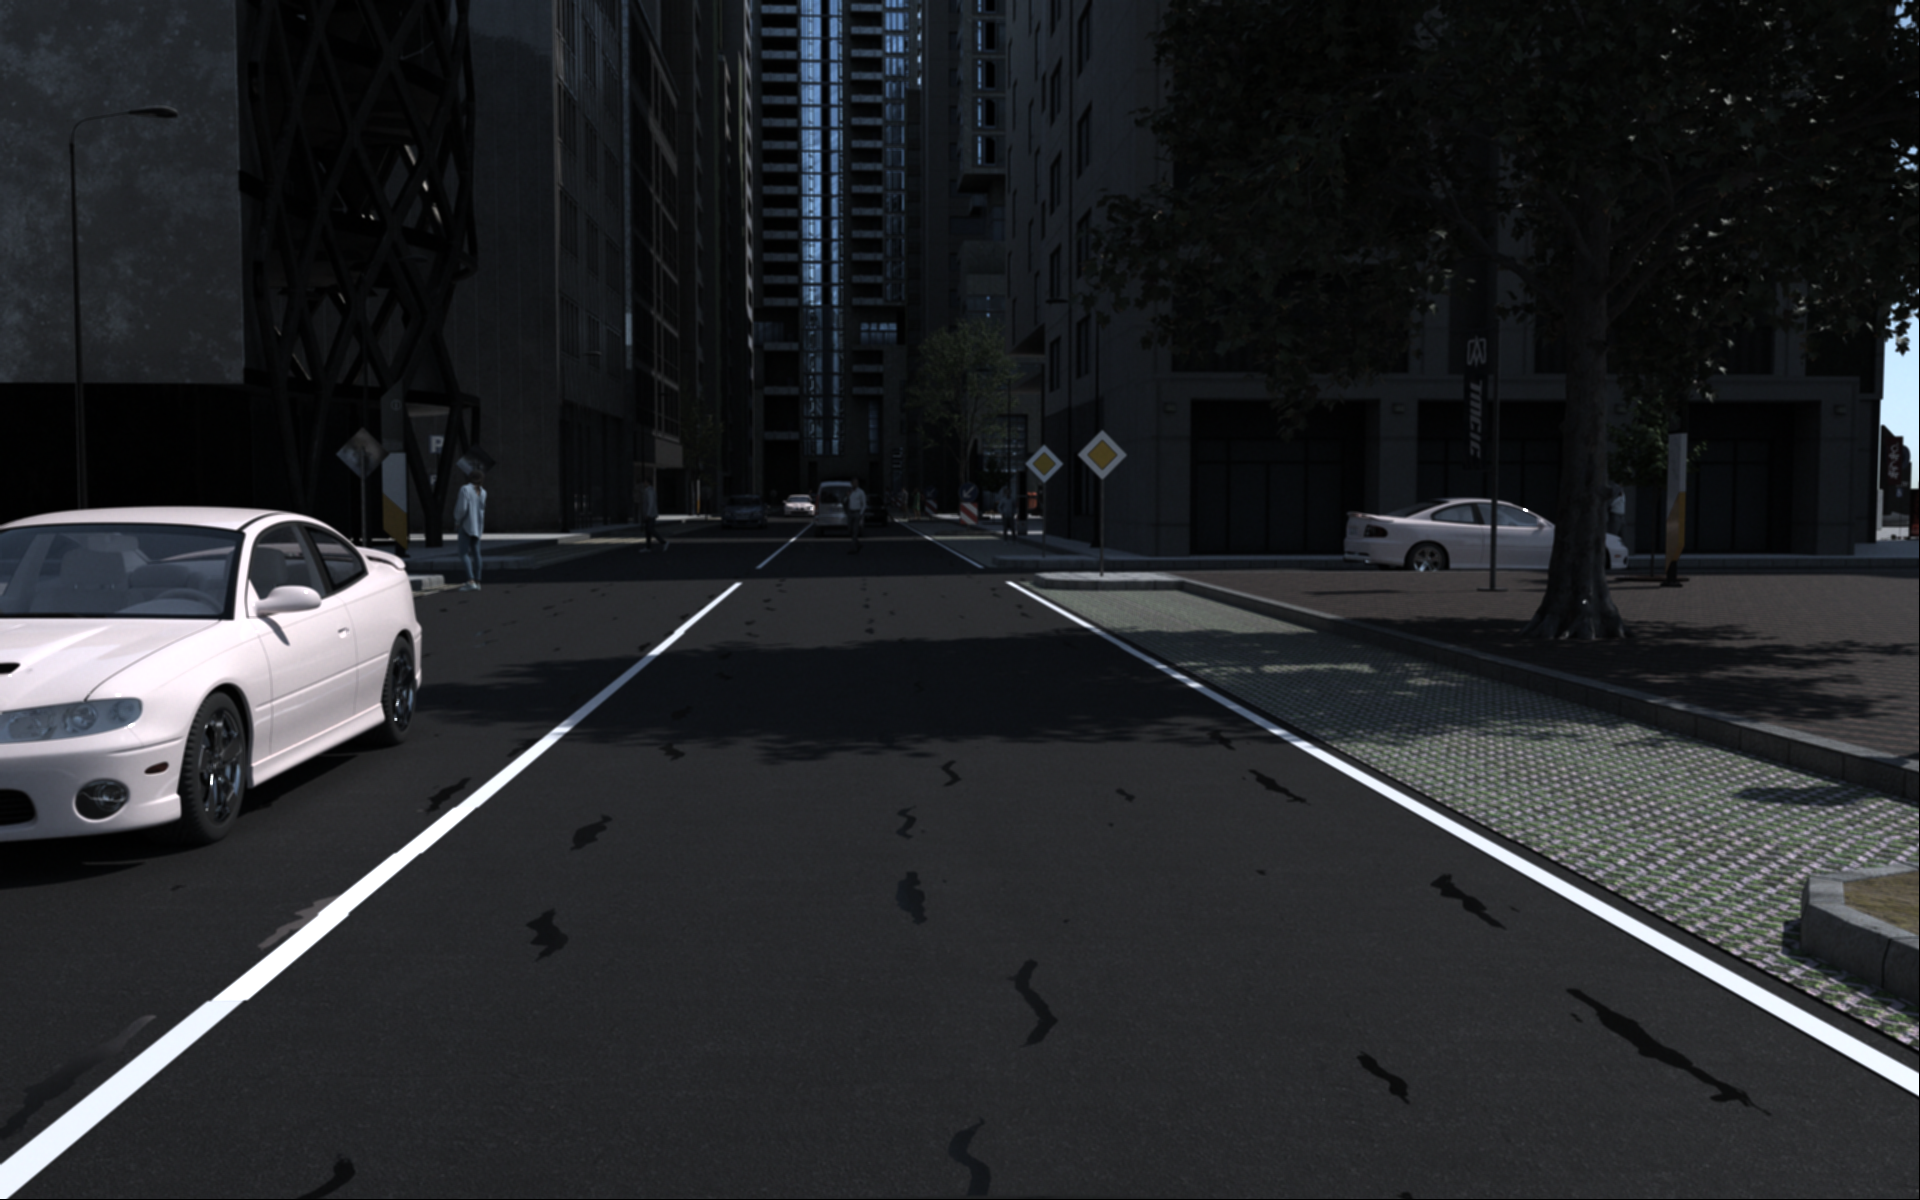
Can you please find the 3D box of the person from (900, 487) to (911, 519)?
[{"bbox_3d":[-3.179,-5.499,98.530,0.853,1.813,0.709,-3,4,-38],"label":"person"}]

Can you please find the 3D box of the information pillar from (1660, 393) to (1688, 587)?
[{"bbox_3d":[9.858,-1.985,23.816,0.183,3.616,0.504,0,4,3],"label":"information pillar"}]

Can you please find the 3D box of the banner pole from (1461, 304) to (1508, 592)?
[{"bbox_3d":[6.975,-2.023,23.085,0.401,3.779,0.863,-2,4,-24],"label":"banner pole"}]

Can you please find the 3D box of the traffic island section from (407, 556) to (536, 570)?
[{"bbox_3d":[-9.556,-0.730,34.221,2.009,0.180,2.903,0,4,-4],"label":"traffic island section"}]

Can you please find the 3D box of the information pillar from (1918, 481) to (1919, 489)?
[{"bbox_3d":[55.753,-5.868,100.441,0.304,2.012,0.304,2,4,24],"label":"information pillar"}]

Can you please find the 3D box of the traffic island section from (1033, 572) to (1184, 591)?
[{"bbox_3d":[2.225,-0.287,26.970,2.009,0.180,2.903,0,4,-4],"label":"traffic island section"}]

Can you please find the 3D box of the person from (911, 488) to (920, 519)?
[{"bbox_3d":[-2.389,-5.338,96.021,0.529,1.795,0.600,-2,4,-34],"label":"person"}]

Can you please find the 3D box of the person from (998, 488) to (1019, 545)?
[{"bbox_3d":[1.350,-2.344,48.632,0.589,1.601,0.330,0,4,-5],"label":"person"}]

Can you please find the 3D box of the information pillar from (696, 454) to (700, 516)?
[{"bbox_3d":[-15.320,-6.725,101.301,0.183,3.616,0.504,0,4,-4],"label":"information pillar"}]

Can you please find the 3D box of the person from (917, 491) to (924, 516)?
[{"bbox_3d":[-2.594,-6.177,110.956,0.593,1.643,0.415,-1,4,-11],"label":"person"}]

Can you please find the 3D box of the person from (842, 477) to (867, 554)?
[{"bbox_3d":[-2.549,-2.016,41.556,0.679,1.850,0.850,2,4,25],"label":"person"}]

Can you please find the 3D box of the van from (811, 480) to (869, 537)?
[{"bbox_3d":[-4.101,-3.178,58.967,2.013,2.044,4.112,0,4,-3],"label":"van"}]

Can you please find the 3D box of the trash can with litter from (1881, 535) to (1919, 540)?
[{"bbox_3d":[26.878,-2.306,48.754,2.233,1.210,1.678,0,4,-4],"label":"trash can with litter"}]

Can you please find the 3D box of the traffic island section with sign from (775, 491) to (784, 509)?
[{"bbox_3d":[-17.571,-9.496,163.884,1.989,1.847,2.006,0,4,-4],"label":"traffic island section with sign"}]

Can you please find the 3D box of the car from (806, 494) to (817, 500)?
[{"bbox_3d":[-13.478,-8.961,158.308,2.131,1.459,4.920,0,4,-3],"label":"car"}]

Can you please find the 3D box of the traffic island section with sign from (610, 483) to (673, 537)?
[{"bbox_3d":[-10.823,-3.083,59.030,1.989,1.847,2.006,0,4,-4],"label":"traffic island section with sign"}]

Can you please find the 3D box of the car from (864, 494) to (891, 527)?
[{"bbox_3d":[-4.090,-4.128,77.279,2.009,1.686,4.222,0,4,-2],"label":"car"}]

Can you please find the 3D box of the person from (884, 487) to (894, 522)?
[{"bbox_3d":[-3.604,-4.826,87.498,0.778,1.811,0.616,3,4,38],"label":"person"}]

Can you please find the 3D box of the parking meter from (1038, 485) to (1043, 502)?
[{"bbox_3d":[5.068,-6.227,107.524,0.399,1.863,0.255,1,4,16],"label":"parking meter"}]

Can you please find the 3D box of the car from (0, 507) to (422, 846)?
[{"bbox_3d":[-4.033,0.234,8.530,2.083,1.381,4.827,0,4,-3],"label":"car"}]

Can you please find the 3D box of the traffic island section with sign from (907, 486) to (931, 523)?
[{"bbox_3d":[-1.595,-4.756,86.386,1.989,1.847,2.006,0,4,-4],"label":"traffic island section with sign"}]

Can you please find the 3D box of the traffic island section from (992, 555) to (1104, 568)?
[{"bbox_3d":[1.712,-0.774,34.938,2.009,0.180,2.903,0,4,-4],"label":"traffic island section"}]

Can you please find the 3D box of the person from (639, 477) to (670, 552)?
[{"bbox_3d":[-7.539,-2.099,42.662,0.795,1.843,0.661,0,4,-1],"label":"person"}]

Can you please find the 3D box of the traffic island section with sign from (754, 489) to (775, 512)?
[{"bbox_3d":[-15.807,-7.824,136.544,1.989,1.847,2.006,0,4,-4],"label":"traffic island section with sign"}]

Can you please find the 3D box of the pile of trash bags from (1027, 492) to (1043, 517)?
[{"bbox_3d":[4.975,-5.606,101.402,1.912,1.369,3.447,2,4,31],"label":"pile of trash bags"}]

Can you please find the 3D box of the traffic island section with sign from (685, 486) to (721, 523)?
[{"bbox_3d":[-12.551,-4.728,85.930,1.989,1.847,2.006,0,4,-4],"label":"traffic island section with sign"}]

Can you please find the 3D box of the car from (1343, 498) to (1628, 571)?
[{"bbox_3d":[9.089,-1.078,29.981,4.827,1.381,2.083,0,4,-4],"label":"car"}]

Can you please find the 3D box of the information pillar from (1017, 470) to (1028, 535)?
[{"bbox_3d":[1.932,-3.023,53.916,0.304,2.012,0.304,0,4,-6],"label":"information pillar"}]

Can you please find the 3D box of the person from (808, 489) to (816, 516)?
[{"bbox_3d":[-9.480,-6.245,111.129,0.750,1.759,0.617,0,4,6],"label":"person"}]

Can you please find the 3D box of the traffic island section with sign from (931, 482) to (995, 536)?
[{"bbox_3d":[0.134,-3.111,59.487,1.989,1.847,2.006,0,4,-4],"label":"traffic island section with sign"}]

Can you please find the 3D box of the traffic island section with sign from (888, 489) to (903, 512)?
[{"bbox_3d":[-4.848,-7.848,136.946,1.989,1.847,2.006,0,4,-4],"label":"traffic island section with sign"}]

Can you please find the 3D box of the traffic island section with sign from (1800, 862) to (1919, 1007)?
[{"bbox_3d":[3.643,0.222,4.998,1.989,1.847,2.006,0,4,-4],"label":"traffic island section with sign"}]

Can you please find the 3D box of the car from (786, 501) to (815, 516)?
[{"bbox_3d":[-10.448,-6.193,113.841,1.945,1.354,3.894,0,4,-3],"label":"car"}]

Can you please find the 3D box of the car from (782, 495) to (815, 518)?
[{"bbox_3d":[-9.931,-5.794,107.099,2.083,1.381,4.827,0,4,-5],"label":"car"}]

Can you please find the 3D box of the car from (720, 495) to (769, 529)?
[{"bbox_3d":[-8.974,-3.687,72.282,2.014,1.417,4.499,0,4,-4],"label":"car"}]

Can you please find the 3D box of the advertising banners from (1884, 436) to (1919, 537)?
[{"bbox_3d":[28.789,-3.409,51.918,0.090,3.025,2.074,-3,5,-45],"label":"advertising banners"}]

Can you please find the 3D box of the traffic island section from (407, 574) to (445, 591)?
[{"bbox_3d":[-9.044,-0.243,26.252,2.009,0.180,2.903,0,4,-4],"label":"traffic island section"}]

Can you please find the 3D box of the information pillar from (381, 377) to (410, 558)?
[{"bbox_3d":[-11.360,-2.658,34.807,0.504,3.616,0.183,0,4,6],"label":"information pillar"}]
